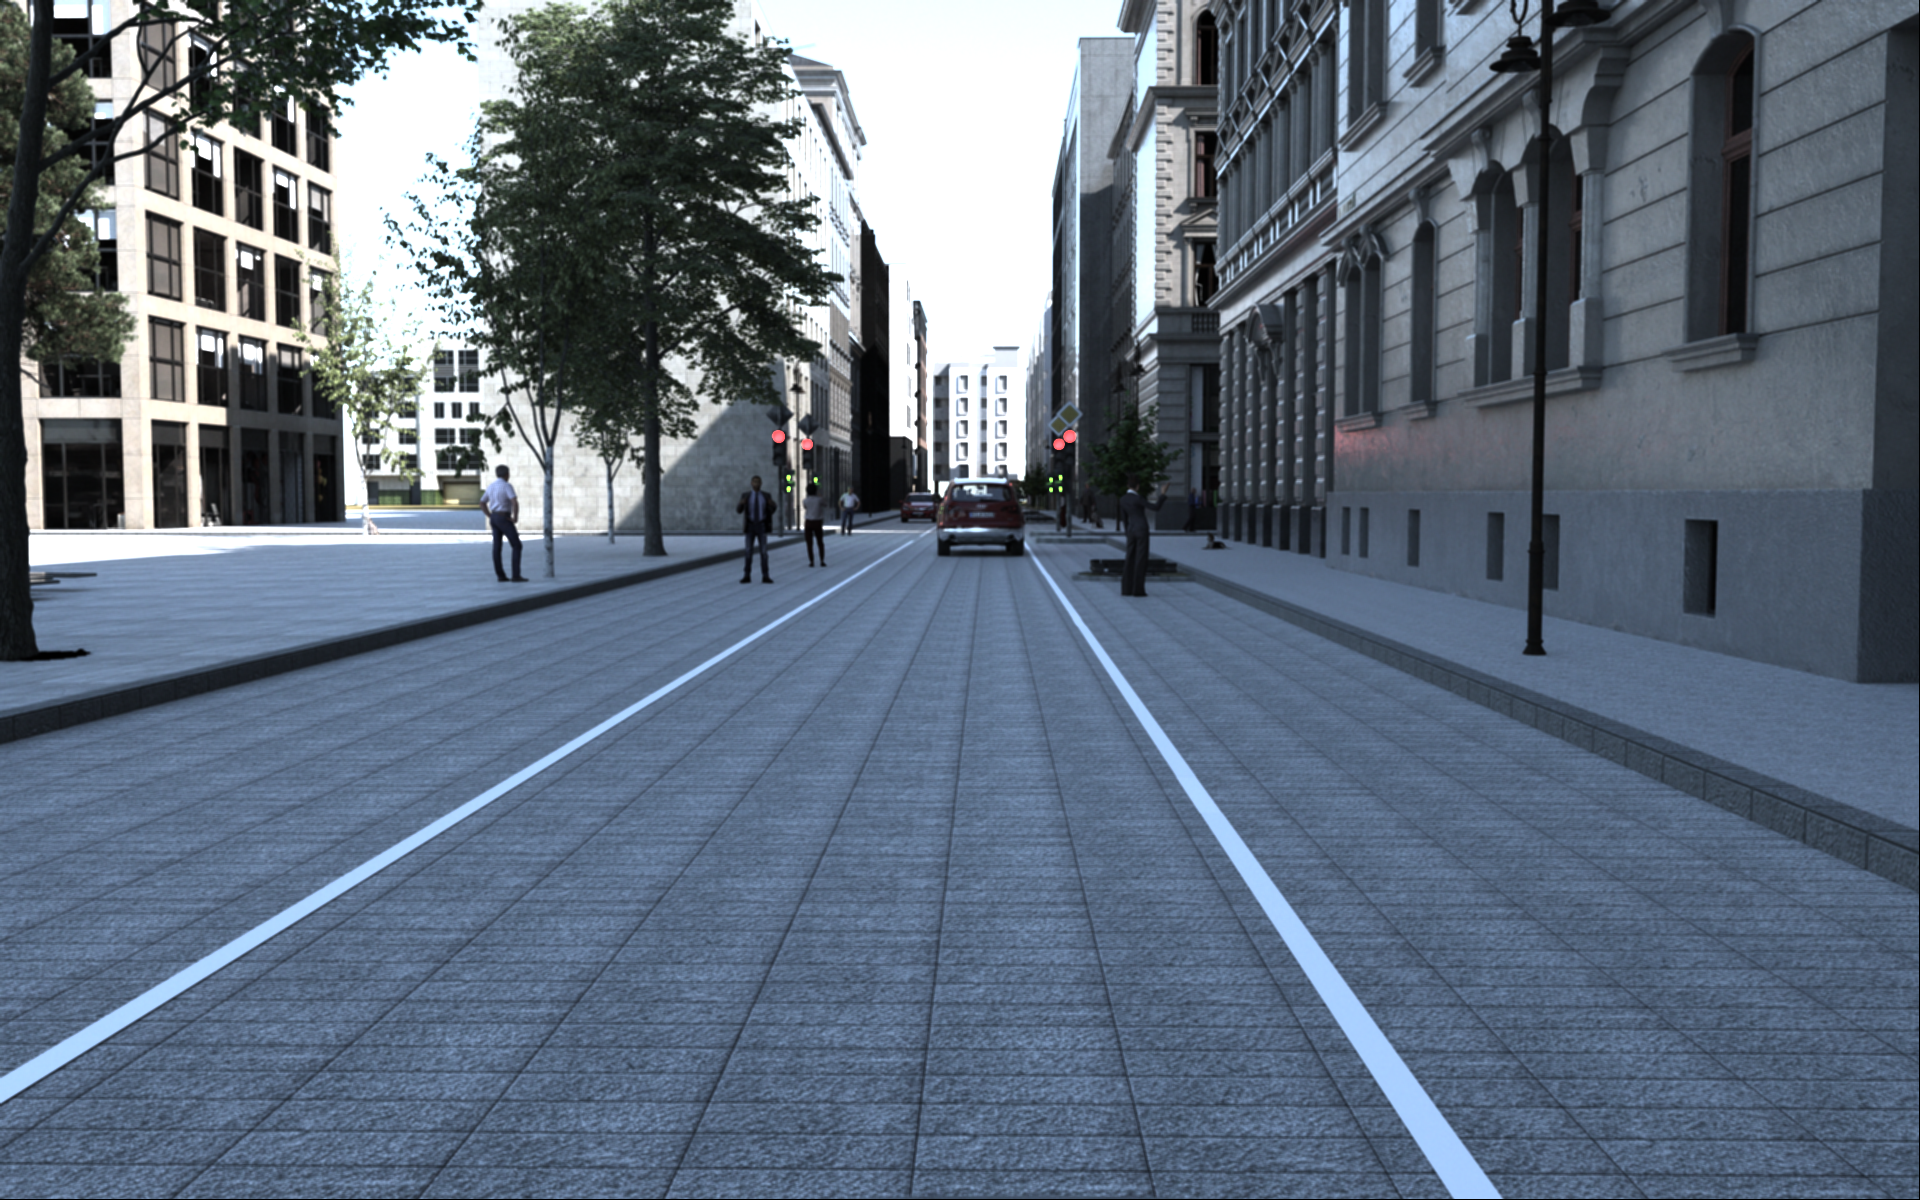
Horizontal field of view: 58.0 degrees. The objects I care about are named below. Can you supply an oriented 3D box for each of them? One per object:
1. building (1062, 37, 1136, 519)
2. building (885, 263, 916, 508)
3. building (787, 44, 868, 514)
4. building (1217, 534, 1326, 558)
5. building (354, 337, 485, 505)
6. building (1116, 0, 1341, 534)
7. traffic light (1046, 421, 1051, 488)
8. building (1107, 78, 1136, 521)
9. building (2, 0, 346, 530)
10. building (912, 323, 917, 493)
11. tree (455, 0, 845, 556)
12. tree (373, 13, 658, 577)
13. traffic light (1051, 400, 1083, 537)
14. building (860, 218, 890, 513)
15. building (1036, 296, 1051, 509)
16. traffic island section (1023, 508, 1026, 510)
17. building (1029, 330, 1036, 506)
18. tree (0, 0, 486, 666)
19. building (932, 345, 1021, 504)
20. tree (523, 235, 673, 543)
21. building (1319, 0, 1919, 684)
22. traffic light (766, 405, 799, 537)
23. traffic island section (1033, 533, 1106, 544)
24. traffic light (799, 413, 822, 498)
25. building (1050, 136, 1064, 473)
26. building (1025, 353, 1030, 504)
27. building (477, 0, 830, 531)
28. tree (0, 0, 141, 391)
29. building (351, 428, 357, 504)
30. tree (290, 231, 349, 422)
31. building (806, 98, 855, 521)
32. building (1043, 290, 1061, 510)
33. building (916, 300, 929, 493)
[{"bbox_3d":[12.354,-17.236,99.829,12.078,24.808,19.932,0,4,1],"label":"building"},{"bbox_3d":[-18.722,-18.803,151.398,27.936,21.610,32.646,0,4,1],"label":"building"},{"bbox_3d":[-12.918,-19.540,105.378,13.634,28.700,20.117,0,4,1],"label":"building"},{"bbox_3d":[12.108,-12.943,40.497,11.050,23.489,19.941,0,4,1],"label":"building"},{"bbox_3d":[-52.183,-20.579,202.917,31.486,18.905,16.747,0,4,1],"label":"building"},{"bbox_3d":[16.158,-14.418,64.609,19.941,23.489,11.050,0,4,1],"label":"building"},{"bbox_3d":[3.364,-4.291,59.396,0.839,4.213,0.868,0,4,1],"label":"traffic light"},{"bbox_3d":[12.232,-14.115,79.930,9.793,20.994,18.267,0,4,1],"label":"building"},{"bbox_3d":[-45.715,-16.264,70.432,34.151,26.468,19.350,0,4,1],"label":"building"},{"bbox_3d":[-12.318,-19.392,173.482,16.016,20.091,11.380,0,4,1],"label":"building"},{"bbox_3d":[-6.238,-7.168,35.319,7.486,12.596,7.792,0,3,0],"label":"tree"},{"bbox_3d":[-6.510,-4.665,26.642,4.737,8.622,4.395,0,3,0],"label":"tree"},{"bbox_3d":[3.223,-3.802,51.412,0.839,4.213,0.868,0,4,1],"label":"traffic light"},{"bbox_3d":[-11.621,-17.979,123.641,12.332,23.373,15.834,0,4,1],"label":"building"},{"bbox_3d":[16.209,-18.143,163.098,16.747,18.905,31.486,0,4,1],"label":"building"},{"bbox_3d":[5.195,-8.468,161.313,1.991,0.108,1.994,0,4,1],"label":"traffic island section"},{"bbox_3d":[16.534,-20.065,194.524,16.747,18.905,31.486,0,4,1],"label":"building"},{"bbox_3d":[-7.413,-5.333,12.950,9.928,11.665,9.643,0,3,0],"label":"tree"},{"bbox_3d":[2.136,-22.644,226.647,11.380,20.091,16.016,0,4,1],"label":"building"},{"bbox_3d":[-9.093,-5.760,44.544,4.360,8.622,3.978,0,3,0],"label":"tree"},{"bbox_3d":[12.412,-14.118,18.216,14.401,28.519,23.554,0,4,1],"label":"building"},{"bbox_3d":[-5.337,-3.810,51.546,0.839,4.213,0.868,0,4,1],"label":"traffic light"},{"bbox_3d":[3.263,-1.789,51.524,2.009,0.180,2.903,0,4,1],"label":"traffic island section"},{"bbox_3d":[-5.196,-4.299,59.530,0.839,4.213,0.868,0,4,1],"label":"traffic light"},{"bbox_3d":[13.845,-20.070,121.647,14.314,27.812,24.014,0,4,1],"label":"building"},{"bbox_3d":[14.323,-22.644,226.644,11.380,20.091,16.016,0,4,1],"label":"building"},{"bbox_3d":[-11.092,-13.028,67.762,10.420,20.320,16.860,0,4,1],"label":"building"},{"bbox_3d":[-20.582,-7.808,35.082,7.806,13.903,7.818,0,3,0],"label":"tree"},{"bbox_3d":[-63.189,-17.263,224.394,28.070,9.664,9.099,0,4,1],"label":"building"},{"bbox_3d":[-16.674,-6.002,48.503,4.737,8.622,4.395,0,3,0],"label":"tree"},{"bbox_3d":[-10.794,-14.493,86.119,9.793,20.994,18.267,0,4,1],"label":"building"},{"bbox_3d":[14.928,-17.448,141.686,16.016,20.091,11.380,0,4,1],"label":"building"},{"bbox_3d":[-20.223,-21.565,196.566,32.646,21.610,27.936,0,4,1],"label":"building"}]
